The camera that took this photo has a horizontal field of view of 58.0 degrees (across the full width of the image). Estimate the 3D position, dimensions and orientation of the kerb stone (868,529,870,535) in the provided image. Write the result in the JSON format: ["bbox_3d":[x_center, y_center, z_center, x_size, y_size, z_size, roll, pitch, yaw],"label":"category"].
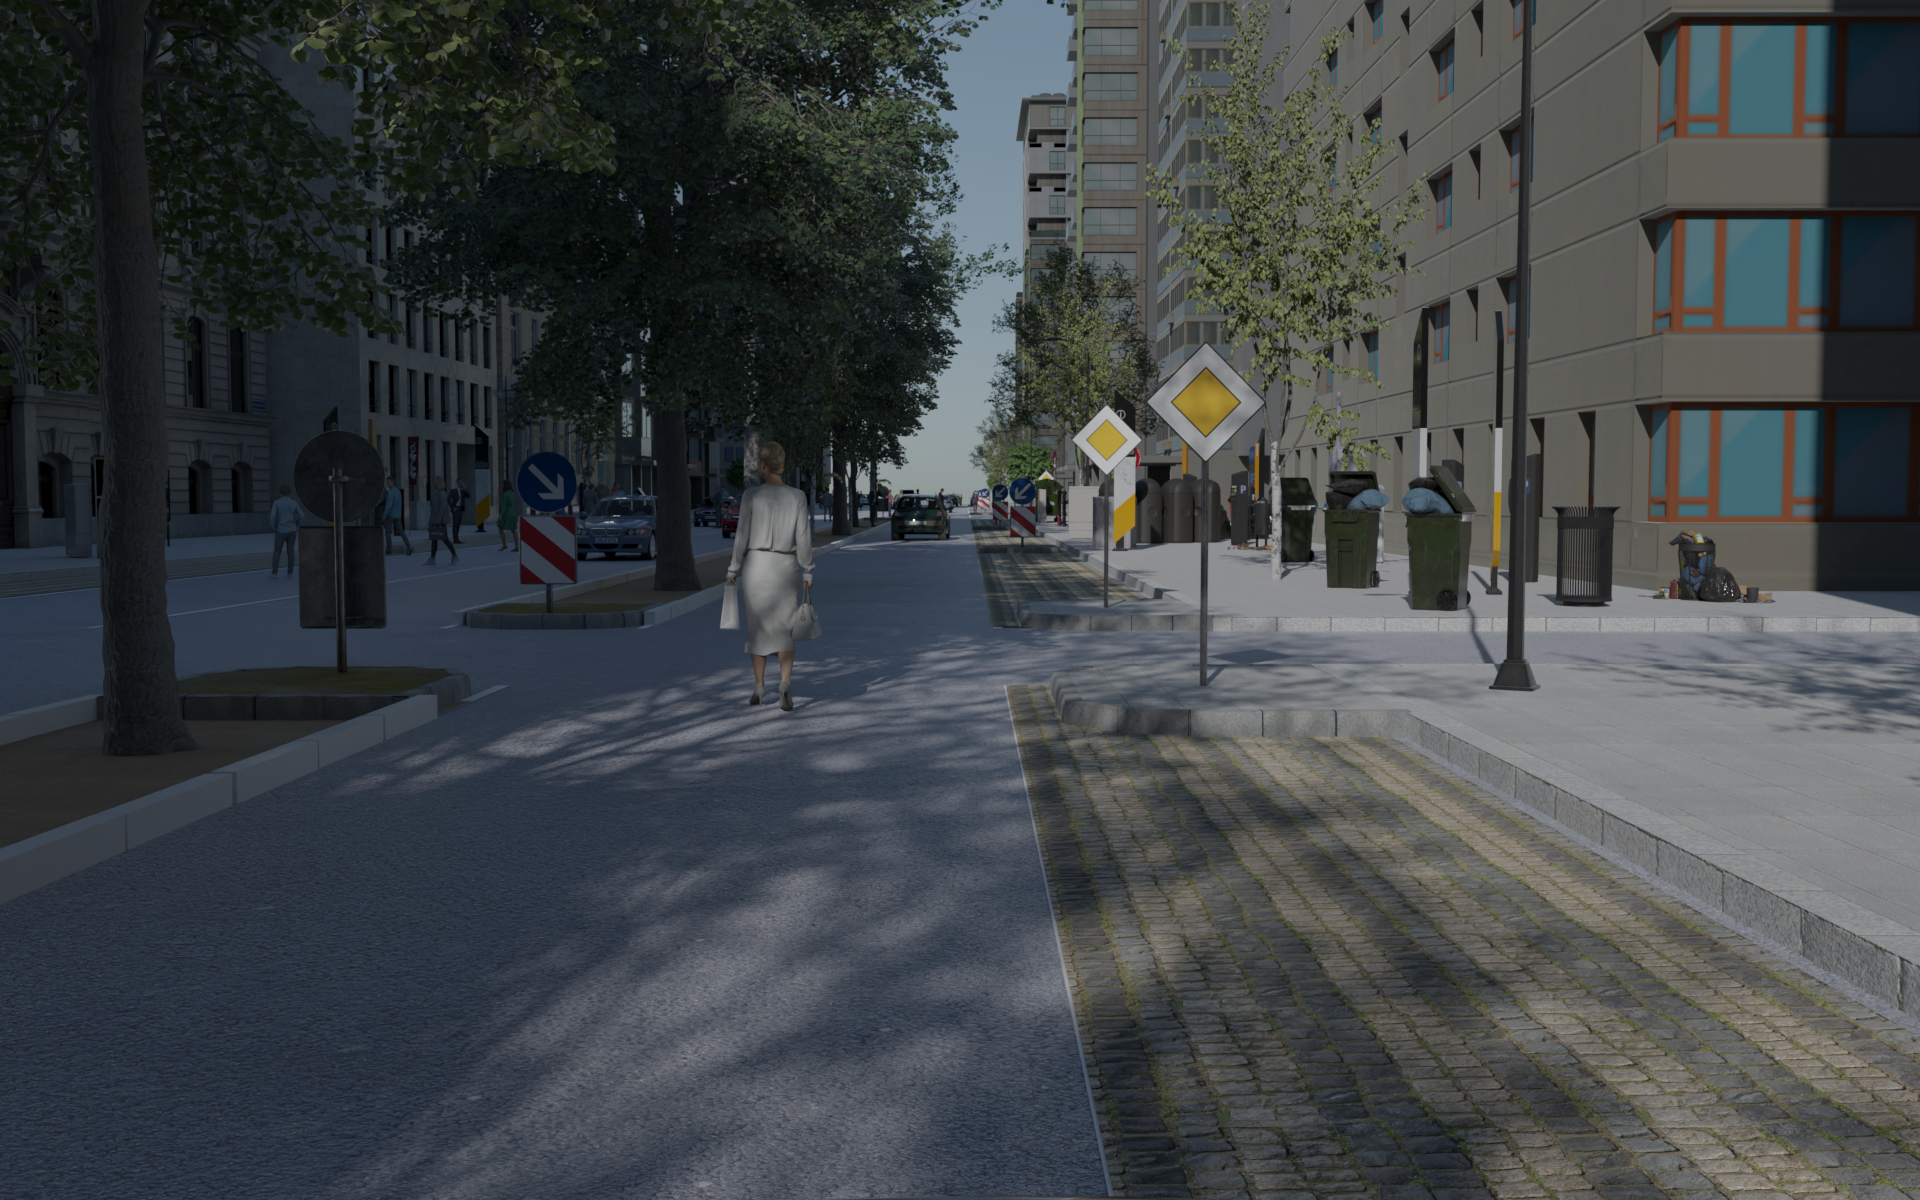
[{"bbox_3d":[-3.270,-2.271,59.332,0.120,0.150,1.000,0,4,0],"label":"kerb stone"}]

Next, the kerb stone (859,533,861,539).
[{"bbox_3d":[-3.276,-1.954,54.206,0.120,0.150,1.000,0,4,0],"label":"kerb stone"}]

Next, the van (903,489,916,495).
[{"bbox_3d":[-6.755,-13.473,224.665,2.240,2.365,5.245,0,4,1],"label":"van"}]

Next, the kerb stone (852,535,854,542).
[{"bbox_3d":[-3.285,-1.766,51.126,0.120,0.150,1.000,0,4,0],"label":"kerb stone"}]

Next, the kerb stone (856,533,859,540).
[{"bbox_3d":[-3.278,-1.894,53.178,0.120,0.150,1.000,0,4,0],"label":"kerb stone"}]

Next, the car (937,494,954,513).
[{"bbox_3d":[-1.463,-7.379,132.649,2.014,1.417,4.499,0,4,1],"label":"car"}]

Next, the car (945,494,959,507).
[{"bbox_3d":[-1.112,-11.487,199.612,2.131,1.459,4.920,0,4,-2],"label":"car"}]

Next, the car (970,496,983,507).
[{"bbox_3d":[2.044,-11.440,196.829,2.009,1.686,4.222,0,4,2],"label":"car"}]

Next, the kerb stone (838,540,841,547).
[{"bbox_3d":[-3.310,-1.455,45.987,0.120,0.150,1.000,0,4,0],"label":"kerb stone"}]

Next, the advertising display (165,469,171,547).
[{"bbox_3d":[-19.726,-2.256,42.094,0.974,1.923,0.123,-2,4,-32],"label":"advertising display"}]

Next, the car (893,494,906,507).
[{"bbox_3d":[-6.684,-11.351,195.380,2.009,1.686,4.222,0,4,-1],"label":"car"}]

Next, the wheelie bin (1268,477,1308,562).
[{"bbox_3d":[6.259,-1.518,32.735,0.980,1.594,0.693,-1,4,-18],"label":"wheelie bin"}]

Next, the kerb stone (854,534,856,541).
[{"bbox_3d":[-3.288,-1.832,52.148,0.120,0.150,1.000,0,4,0],"label":"kerb stone"}]

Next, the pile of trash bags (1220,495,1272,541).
[{"bbox_3d":[7.885,-2.418,49.287,1.912,1.369,3.447,0,4,5],"label":"pile of trash bags"}]

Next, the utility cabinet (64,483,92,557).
[{"bbox_3d":[-17.894,-1.616,35.106,0.318,1.500,1.173,-3,4,-36],"label":"utility cabinet"}]

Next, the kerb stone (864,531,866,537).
[{"bbox_3d":[-3.265,-2.136,57.272,0.120,0.150,1.000,0,4,0],"label":"kerb stone"}]

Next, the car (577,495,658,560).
[{"bbox_3d":[-7.454,-1.652,39.020,2.014,1.417,4.499,0,4,2],"label":"car"}]

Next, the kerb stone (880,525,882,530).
[{"bbox_3d":[-3.232,-2.771,67.518,0.120,0.150,1.000,0,4,0],"label":"kerb stone"}]

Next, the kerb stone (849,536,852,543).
[{"bbox_3d":[-3.293,-1.705,50.096,0.120,0.150,1.000,0,4,0],"label":"kerb stone"}]

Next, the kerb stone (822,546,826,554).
[{"bbox_3d":[-3.319,-1.140,40.868,0.120,0.150,1.000,0,4,0],"label":"kerb stone"}]

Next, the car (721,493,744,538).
[{"bbox_3d":[-6.802,-2.979,57.746,2.155,1.783,4.494,0,4,2],"label":"car"}]

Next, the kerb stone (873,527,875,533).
[{"bbox_3d":[-3.255,-2.459,62.401,0.120,0.150,1.000,0,4,0],"label":"kerb stone"}]

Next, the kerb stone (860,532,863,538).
[{"bbox_3d":[-3.267,-2.020,55.228,0.120,0.150,1.000,0,4,0],"label":"kerb stone"}]

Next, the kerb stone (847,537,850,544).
[{"bbox_3d":[-3.290,-1.644,49.068,0.120,0.150,1.000,0,4,0],"label":"kerb stone"}]

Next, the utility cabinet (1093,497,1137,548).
[{"bbox_3d":[3.700,-1.851,41.426,1.020,1.237,0.306,-1,4,-10],"label":"utility cabinet"}]

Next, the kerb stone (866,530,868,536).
[{"bbox_3d":[-3.266,-2.208,58.303,0.120,0.150,1.000,0,4,0],"label":"kerb stone"}]

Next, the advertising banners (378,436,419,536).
[{"bbox_3d":[-17.202,-3.474,52.995,2.074,3.025,0.090,2,4,34],"label":"advertising banners"}]

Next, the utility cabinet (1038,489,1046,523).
[{"bbox_3d":[3.635,-4.152,76.570,0.318,1.500,1.173,0,4,0],"label":"utility cabinet"}]

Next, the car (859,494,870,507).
[{"bbox_3d":[-10.009,-10.775,187.967,2.131,1.459,4.920,0,4,1],"label":"car"}]

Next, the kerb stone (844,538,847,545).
[{"bbox_3d":[-3.298,-1.581,48.046,0.120,0.150,1.000,0,4,0],"label":"kerb stone"}]

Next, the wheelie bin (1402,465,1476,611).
[{"bbox_3d":[5.304,-0.693,19.237,0.693,1.594,0.980,2,4,30],"label":"wheelie bin"}]

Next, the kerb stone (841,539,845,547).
[{"bbox_3d":[-3.292,-1.518,47.017,0.120,0.150,1.000,0,4,0],"label":"kerb stone"}]

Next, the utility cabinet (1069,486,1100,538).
[{"bbox_3d":[3.705,-2.490,49.391,1.173,1.500,0.318,1,4,13],"label":"utility cabinet"}]

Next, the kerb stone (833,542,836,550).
[{"bbox_3d":[-3.308,-1.330,43.943,0.120,0.150,1.000,0,4,0],"label":"kerb stone"}]

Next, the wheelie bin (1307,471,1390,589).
[{"bbox_3d":[5.383,-0.965,23.679,0.980,1.594,0.693,2,4,31],"label":"wheelie bin"}]

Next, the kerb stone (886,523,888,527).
[{"bbox_3d":[-3.221,-3.085,72.643,0.120,0.150,1.000,0,4,0],"label":"kerb stone"}]

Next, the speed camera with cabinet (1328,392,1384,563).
[{"bbox_3d":[7.526,-2.358,32.892,0.660,3.252,2.038,0,4,-1],"label":"speed camera with cabinet"}]

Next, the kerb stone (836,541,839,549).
[{"bbox_3d":[-3.303,-1.390,44.965,0.120,0.150,1.000,0,4,0],"label":"kerb stone"}]

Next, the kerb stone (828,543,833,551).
[{"bbox_3d":[-3.308,-1.268,42.921,0.120,0.150,1.000,0,4,0],"label":"kerb stone"}]

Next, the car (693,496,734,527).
[{"bbox_3d":[-10.784,-3.941,77.021,1.945,1.354,3.894,0,4,0],"label":"car"}]

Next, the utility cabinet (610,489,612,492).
[{"bbox_3d":[-16.084,-4.361,79.982,0.318,1.500,1.173,-1,4,-22],"label":"utility cabinet"}]

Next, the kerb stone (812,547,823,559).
[{"bbox_3d":[-3.314,-1.071,39.847,0.120,0.150,1.000,0,4,0],"label":"kerb stone"}]

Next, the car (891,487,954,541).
[{"bbox_3d":[-1.217,-2.741,54.598,2.009,1.686,4.222,0,4,2],"label":"car"}]

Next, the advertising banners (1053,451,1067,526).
[{"bbox_3d":[4.020,-4.511,69.940,0.090,3.025,2.074,-1,4,-11],"label":"advertising banners"}]

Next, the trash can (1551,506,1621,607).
[{"bbox_3d":[7.154,-0.500,19.834,0.748,1.137,0.748,0,3,0],"label":"trash can"}]

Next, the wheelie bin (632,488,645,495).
[{"bbox_3d":[-16.237,-4.874,87.597,0.693,1.594,0.980,0,4,1],"label":"wheelie bin"}]

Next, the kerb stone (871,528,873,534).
[{"bbox_3d":[-3.252,-2.388,61.379,0.120,0.150,1.000,0,4,0],"label":"kerb stone"}]

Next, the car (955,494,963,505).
[{"bbox_3d":[-0.693,-12.631,218.316,2.131,1.459,4.920,0,4,-1],"label":"car"}]

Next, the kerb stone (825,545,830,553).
[{"bbox_3d":[-3.313,-1.201,41.893,0.120,0.150,1.000,0,4,0],"label":"kerb stone"}]

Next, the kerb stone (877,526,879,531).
[{"bbox_3d":[-3.248,-2.647,65.467,0.120,0.150,1.000,0,4,0],"label":"kerb stone"}]
